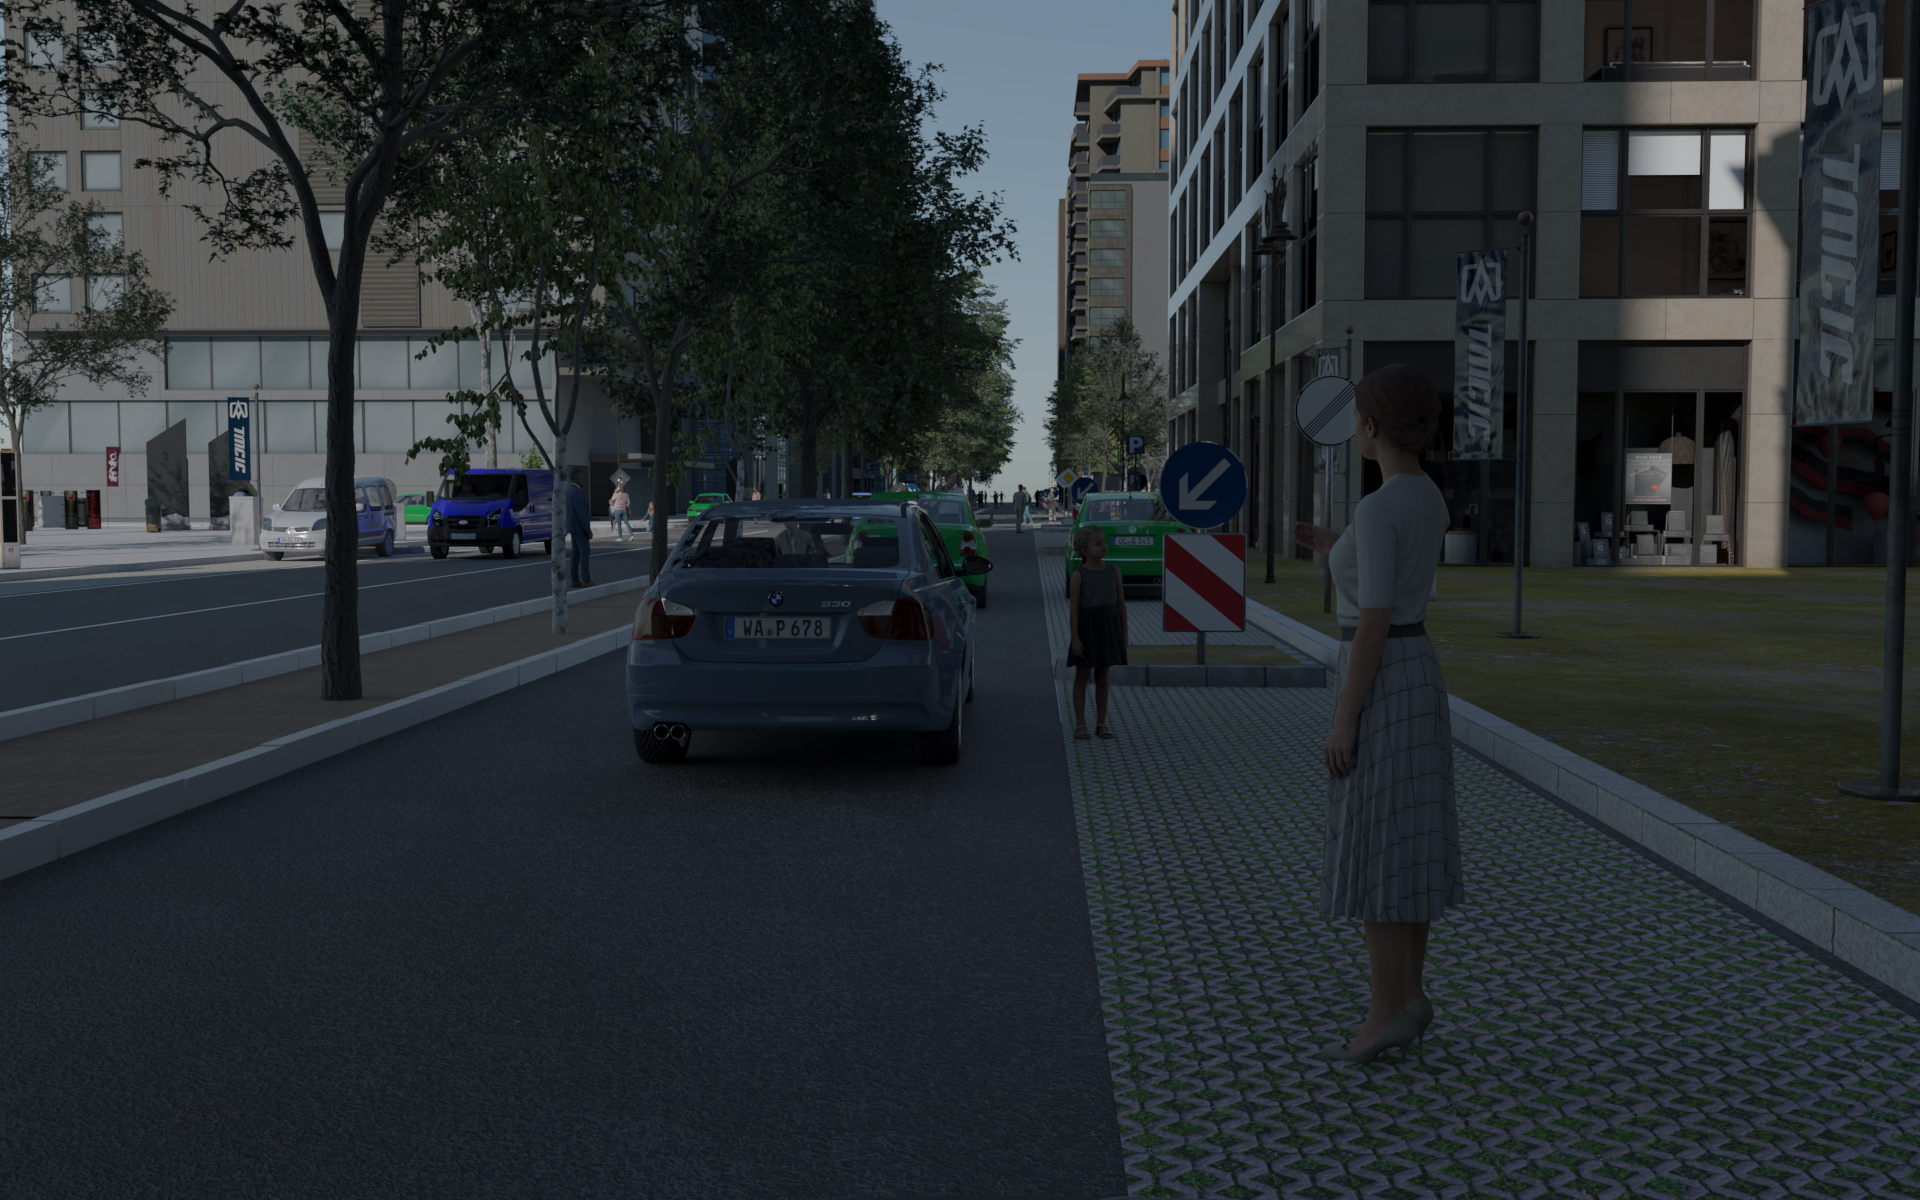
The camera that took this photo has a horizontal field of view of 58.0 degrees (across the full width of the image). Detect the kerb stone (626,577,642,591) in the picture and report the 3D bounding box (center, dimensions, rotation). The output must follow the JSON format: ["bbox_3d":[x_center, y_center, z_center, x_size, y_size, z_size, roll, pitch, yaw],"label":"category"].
[{"bbox_3d":[-4.956,-0.220,25.841,0.120,0.150,1.000,0,4,2],"label":"kerb stone"}]

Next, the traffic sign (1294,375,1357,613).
[{"bbox_3d":[3.959,-1.130,18.582,0.768,2.556,0.104,0,4,3],"label":"traffic sign"}]

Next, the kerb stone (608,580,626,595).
[{"bbox_3d":[-4.992,-0.160,24.813,0.120,0.150,1.000,0,4,2],"label":"kerb stone"}]

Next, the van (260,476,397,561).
[{"bbox_3d":[-13.885,-1.905,38.157,2.013,2.044,4.112,0,4,3],"label":"van"}]

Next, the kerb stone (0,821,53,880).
[{"bbox_3d":[-3.623,0.975,6.299,0.120,0.150,1.000,0,4,2],"label":"kerb stone"}]

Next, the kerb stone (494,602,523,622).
[{"bbox_3d":[-5.196,0.154,19.678,0.120,0.150,1.000,0,4,2],"label":"kerb stone"}]

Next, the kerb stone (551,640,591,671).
[{"bbox_3d":[-3.293,0.474,14.489,0.120,0.150,1.000,0,4,2],"label":"kerb stone"}]

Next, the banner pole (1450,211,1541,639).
[{"bbox_3d":[4.820,-1.563,15.573,0.863,3.779,0.401,3,4,38],"label":"banner pole"}]

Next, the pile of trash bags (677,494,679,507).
[{"bbox_3d":[-18.647,-5.842,105.271,3.447,1.369,1.912,1,4,18],"label":"pile of trash bags"}]

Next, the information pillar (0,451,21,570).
[{"bbox_3d":[-16.193,-1.524,29.406,0.304,2.012,0.304,3,5,42],"label":"information pillar"}]

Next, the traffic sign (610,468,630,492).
[{"bbox_3d":[-12.982,-3.822,66.135,0.795,2.450,0.064,0,4,2],"label":"traffic sign"}]

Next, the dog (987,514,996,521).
[{"bbox_3d":[1.695,-4.428,92.587,0.550,0.427,0.748,1,4,8],"label":"dog"}]

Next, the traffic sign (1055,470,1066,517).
[{"bbox_3d":[4.414,-4.268,73.419,0.795,2.450,0.064,0,4,2],"label":"traffic sign"}]

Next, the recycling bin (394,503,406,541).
[{"bbox_3d":[-15.615,-2.123,47.271,0.722,1.027,0.722,-3,5,-43],"label":"recycling bin"}]

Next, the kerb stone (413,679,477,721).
[{"bbox_3d":[-3.420,0.664,11.409,0.120,0.150,1.000,0,4,2],"label":"kerb stone"}]

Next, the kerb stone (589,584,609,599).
[{"bbox_3d":[-5.035,-0.098,23.792,0.120,0.150,1.000,0,4,2],"label":"kerb stone"}]

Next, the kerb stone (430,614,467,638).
[{"bbox_3d":[-5.273,0.280,17.634,0.120,0.150,1.000,0,4,2],"label":"kerb stone"}]

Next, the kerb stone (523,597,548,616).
[{"bbox_3d":[-5.150,0.093,20.704,0.120,0.150,1.000,0,4,2],"label":"kerb stone"}]

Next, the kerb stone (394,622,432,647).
[{"bbox_3d":[-5.320,0.350,16.602,0.120,0.150,1.000,0,4,2],"label":"kerb stone"}]

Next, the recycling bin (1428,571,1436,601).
[{"bbox_3d":[5.269,-0.515,20.978,0.722,1.027,0.722,-1,4,-22],"label":"recycling bin"}]

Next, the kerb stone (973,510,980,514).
[{"bbox_3d":[1.266,-6.580,129.772,0.120,0.150,1.000,0,4,2],"label":"kerb stone"}]

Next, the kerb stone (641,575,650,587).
[{"bbox_3d":[-4.907,-0.285,26.863,0.120,0.150,1.000,0,4,2],"label":"kerb stone"}]

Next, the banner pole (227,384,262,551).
[{"bbox_3d":[-16.191,-3.018,39.364,0.863,3.779,0.401,-1,4,-12],"label":"banner pole"}]

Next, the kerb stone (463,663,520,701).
[{"bbox_3d":[-3.383,0.597,12.438,0.120,0.150,1.000,0,4,2],"label":"kerb stone"}]

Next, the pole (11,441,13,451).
[{"bbox_3d":[-32.806,-4.058,60.191,0.158,3.312,0.155,0,3,0],"label":"pole"}]

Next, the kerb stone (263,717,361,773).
[{"bbox_3d":[-3.506,0.785,9.366,0.120,0.150,1.000,0,4,2],"label":"kerb stone"}]

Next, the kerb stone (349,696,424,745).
[{"bbox_3d":[-3.464,0.727,10.388,0.120,0.150,1.000,0,4,2],"label":"kerb stone"}]

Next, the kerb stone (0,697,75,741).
[{"bbox_3d":[-5.565,0.720,10.453,0.120,0.150,1.000,0,4,2],"label":"kerb stone"}]

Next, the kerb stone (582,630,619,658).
[{"bbox_3d":[-3.260,0.409,15.511,0.120,0.150,1.000,0,4,2],"label":"kerb stone"}]

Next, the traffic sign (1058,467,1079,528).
[{"bbox_3d":[4.098,-3.780,65.441,0.795,2.450,0.064,0,4,2],"label":"traffic sign"}]

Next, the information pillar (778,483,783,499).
[{"bbox_3d":[-12.436,-7.059,119.903,0.304,2.012,0.304,-1,4,-11],"label":"information pillar"}]

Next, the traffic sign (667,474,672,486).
[{"bbox_3d":[-12.666,-4.310,74.114,0.795,2.450,0.064,0,4,2],"label":"traffic sign"}]

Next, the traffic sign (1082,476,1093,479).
[{"bbox_3d":[6.964,-5.661,94.683,0.606,2.300,0.079,0,4,8],"label":"traffic sign"}]

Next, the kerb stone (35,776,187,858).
[{"bbox_3d":[-3.581,0.910,7.320,0.120,0.150,1.000,0,4,2],"label":"kerb stone"}]

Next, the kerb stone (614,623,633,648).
[{"bbox_3d":[-3.215,0.346,16.537,0.120,0.150,1.000,0,4,2],"label":"kerb stone"}]

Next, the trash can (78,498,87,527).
[{"bbox_3d":[-34.306,-3.426,67.667,0.748,1.137,0.748,0,3,0],"label":"trash can"}]

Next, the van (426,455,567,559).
[{"bbox_3d":[-10.649,-2.176,39.963,2.240,2.365,5.245,0,4,2],"label":"van"}]

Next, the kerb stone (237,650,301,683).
[{"bbox_3d":[-5.436,0.532,13.529,0.120,0.150,1.000,0,4,2],"label":"kerb stone"}]

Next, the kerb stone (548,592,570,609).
[{"bbox_3d":[-5.117,0.035,21.735,0.120,0.150,1.000,0,4,2],"label":"kerb stone"}]

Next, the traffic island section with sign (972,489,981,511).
[{"bbox_3d":[0.948,-8.584,148.491,2.006,1.907,1.989,0,4,2],"label":"traffic island section with sign"}]

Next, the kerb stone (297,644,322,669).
[{"bbox_3d":[-5.401,0.468,14.550,0.120,0.150,1.000,0,4,2],"label":"kerb stone"}]

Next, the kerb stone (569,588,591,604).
[{"bbox_3d":[-5.070,-0.035,22.770,0.120,0.150,1.000,0,4,2],"label":"kerb stone"}]

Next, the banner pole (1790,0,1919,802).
[{"bbox_3d":[3.915,-1.070,7.511,0.401,3.779,0.863,-1,4,-14],"label":"banner pole"}]

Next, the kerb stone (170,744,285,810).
[{"bbox_3d":[-3.539,0.853,8.345,0.120,0.150,1.000,0,4,2],"label":"kerb stone"}]

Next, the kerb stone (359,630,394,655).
[{"bbox_3d":[-5.359,0.406,15.576,0.120,0.150,1.000,0,4,2],"label":"kerb stone"}]

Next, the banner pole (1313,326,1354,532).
[{"bbox_3d":[5.643,-2.202,26.021,0.401,3.779,0.863,-3,5,-40],"label":"banner pole"}]

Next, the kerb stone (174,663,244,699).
[{"bbox_3d":[-5.475,0.599,12.505,0.120,0.150,1.000,0,4,2],"label":"kerb stone"}]

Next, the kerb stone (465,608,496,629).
[{"bbox_3d":[-5.239,0.222,18.657,0.120,0.150,1.000,0,4,2],"label":"kerb stone"}]

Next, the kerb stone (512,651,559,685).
[{"bbox_3d":[-3.336,0.534,13.462,0.120,0.150,1.000,0,4,2],"label":"kerb stone"}]

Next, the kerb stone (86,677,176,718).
[{"bbox_3d":[-5.522,0.657,11.477,0.120,0.150,1.000,0,4,2],"label":"kerb stone"}]
